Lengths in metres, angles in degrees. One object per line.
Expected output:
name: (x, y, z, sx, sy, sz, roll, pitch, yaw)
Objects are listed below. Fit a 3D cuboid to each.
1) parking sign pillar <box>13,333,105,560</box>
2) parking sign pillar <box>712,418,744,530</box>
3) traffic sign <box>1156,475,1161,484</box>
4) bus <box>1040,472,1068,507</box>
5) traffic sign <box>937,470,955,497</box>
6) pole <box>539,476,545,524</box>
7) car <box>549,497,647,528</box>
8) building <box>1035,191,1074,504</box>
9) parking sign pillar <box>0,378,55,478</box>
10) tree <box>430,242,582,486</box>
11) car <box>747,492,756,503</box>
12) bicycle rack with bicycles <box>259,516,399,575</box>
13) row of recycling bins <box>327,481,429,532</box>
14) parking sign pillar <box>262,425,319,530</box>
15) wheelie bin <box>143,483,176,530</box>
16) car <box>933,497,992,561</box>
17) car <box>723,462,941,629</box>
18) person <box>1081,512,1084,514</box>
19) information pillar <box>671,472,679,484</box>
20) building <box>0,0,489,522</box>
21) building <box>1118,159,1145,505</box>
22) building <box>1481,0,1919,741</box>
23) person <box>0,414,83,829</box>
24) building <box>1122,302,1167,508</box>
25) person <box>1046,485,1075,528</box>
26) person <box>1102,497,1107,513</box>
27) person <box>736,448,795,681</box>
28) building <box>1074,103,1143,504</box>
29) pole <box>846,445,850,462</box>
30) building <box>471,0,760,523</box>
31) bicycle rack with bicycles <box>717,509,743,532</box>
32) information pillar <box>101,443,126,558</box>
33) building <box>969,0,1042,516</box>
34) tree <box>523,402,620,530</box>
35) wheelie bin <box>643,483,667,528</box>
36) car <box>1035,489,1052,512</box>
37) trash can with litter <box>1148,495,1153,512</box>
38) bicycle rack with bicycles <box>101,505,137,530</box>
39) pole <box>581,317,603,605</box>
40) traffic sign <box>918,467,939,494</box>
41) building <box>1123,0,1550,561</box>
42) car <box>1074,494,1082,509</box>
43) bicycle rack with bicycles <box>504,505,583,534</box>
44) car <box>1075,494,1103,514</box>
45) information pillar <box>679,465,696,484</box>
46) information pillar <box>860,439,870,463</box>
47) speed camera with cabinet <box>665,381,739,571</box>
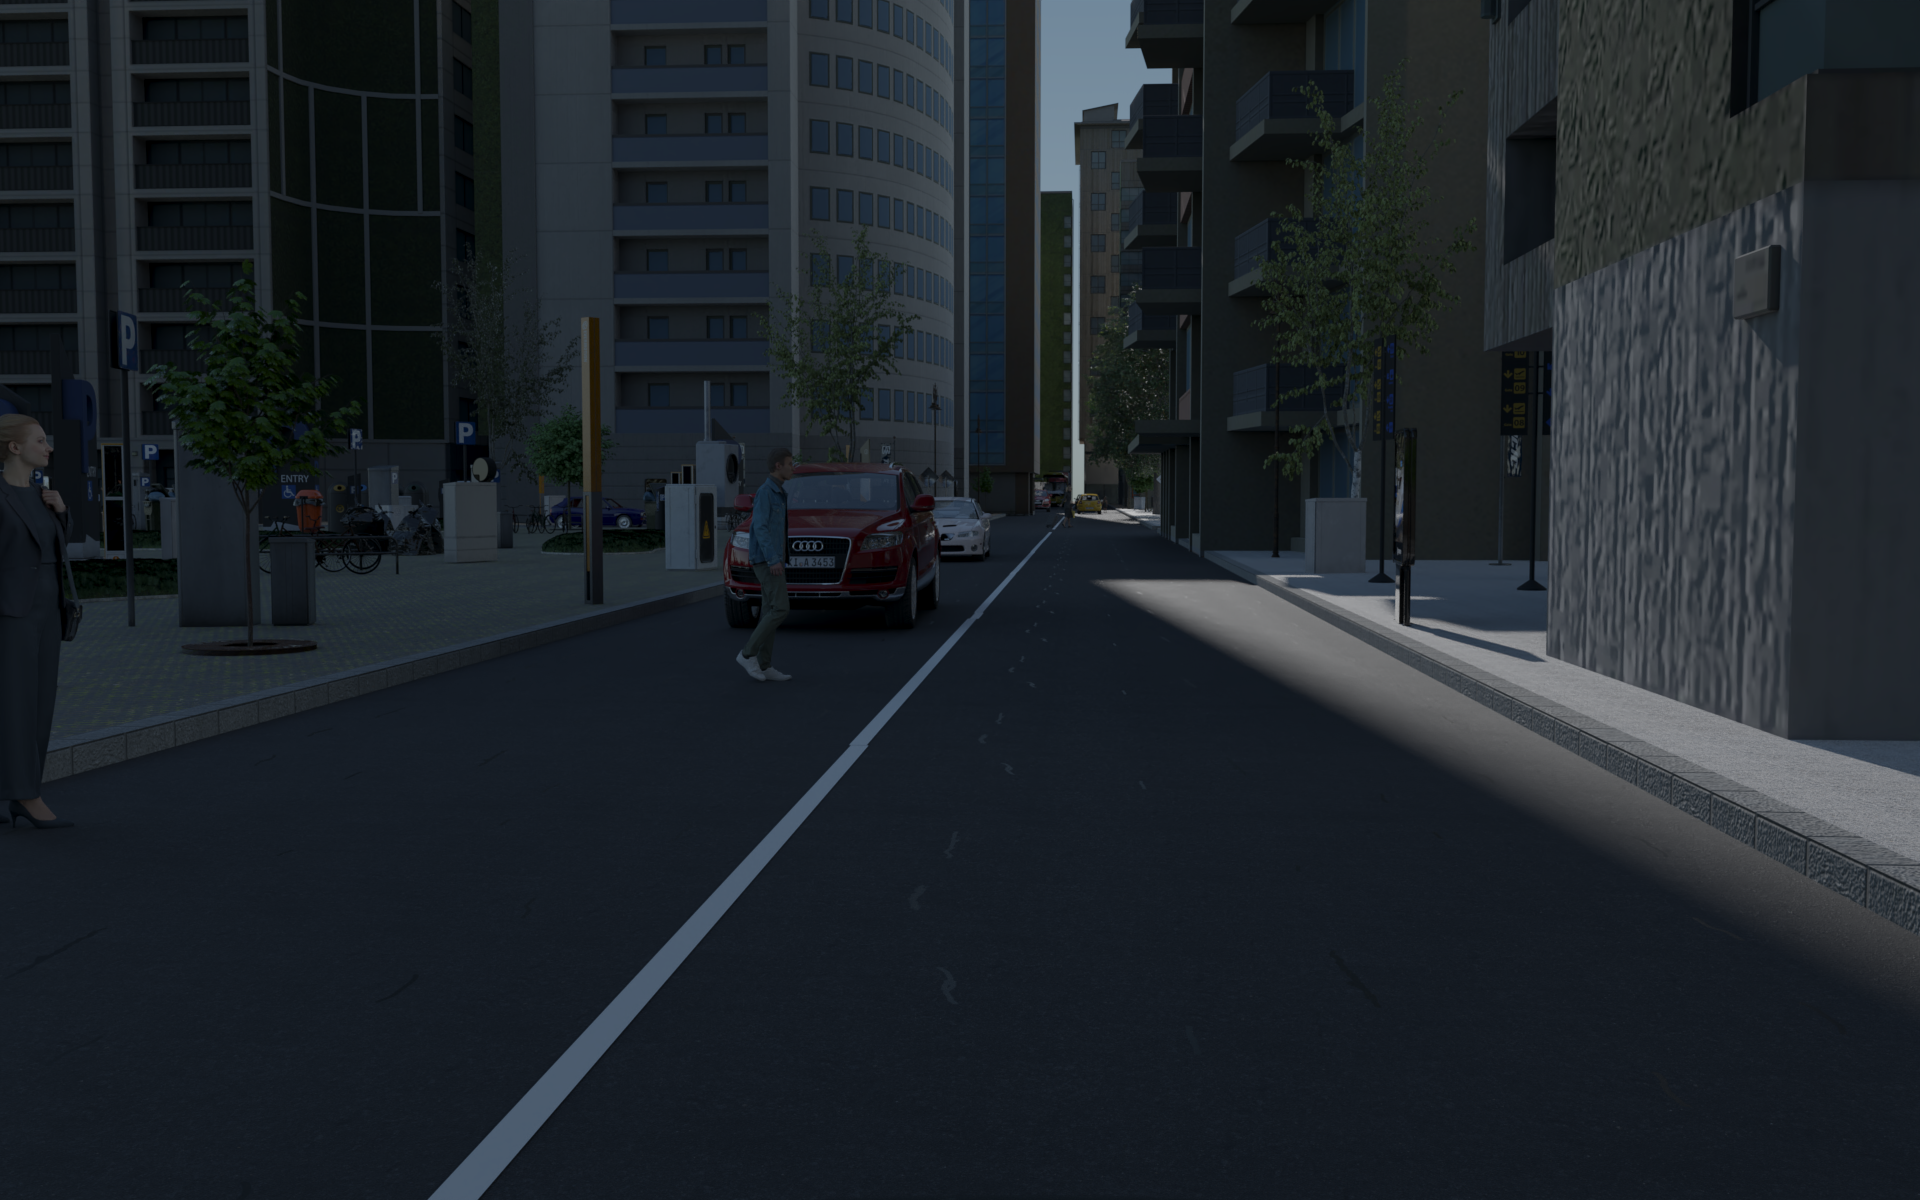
parking sign pillar: (-15.218, -2.529, 29.814, 1.447, 3.967, 1.447, -1, 4, -15)
parking sign pillar: (-8.339, -4.512, 62.241, 1.447, 3.967, 1.447, 2, 4, 31)
traffic sign: (8.435, -4.125, 71.081, 0.795, 2.450, 0.064, 0, 4, 4)
bus: (10.771, -12.468, 195.402, 2.896, 3.916, 12.252, 0, 4, 5)
traffic sign: (-0.585, -4.166, 71.749, 0.795, 2.450, 0.064, 0, 4, 4)
pole: (-17.728, -4.864, 73.369, 0.158, 3.312, 0.155, 0, 3, 0)
car: (-14.431, -3.490, 69.641, 3.894, 1.354, 1.945, 0, 4, 6)
building: (8.414, -33.797, 236.171, 14.086, 41.232, 14.154, 0, 4, 4)
parking sign pillar: (-19.238, -2.817, 34.523, 1.447, 3.967, 1.447, 0, 4, 1)
tree: (-13.602, -6.179, 51.389, 4.360, 8.622, 3.978, 0, 3, 0)
car: (-6.816, -3.564, 67.312, 4.494, 1.783, 2.155, 0, 4, 3)
bicycle rack with bicycles: (-10.430, -0.884, 27.831, 2.925, 0.926, 2.852, -3, 4, -36)
row of recycling bins: (-18.551, -2.945, 55.260, 3.534, 1.692, 1.069, 1, 4, 13)
parking sign pillar: (-16.885, -3.376, 43.670, 1.447, 3.967, 1.447, 0, 4, -4)
wheelie bin: (-23.909, -2.672, 51.596, 0.980, 1.594, 0.693, 3, 5, 43)
car: (-0.303, -1.598, 38.484, 2.083, 1.381, 4.827, 0, 4, 3)
car: (-1.373, -0.705, 20.200, 2.281, 1.827, 5.304, 0, 4, 4)
person: (9.001, -6.984, 127.364, 0.332, 1.250, 0.352, 1, 4, 19)
information pillar: (-9.444, -3.258, 57.757, 0.304, 2.012, 0.304, 0, 4, 6)
building: (-34.419, -39.439, 83.076, 20.611, 71.187, 20.563, 0, 4, 4)
building: (26.649, -32.428, 213.793, 14.154, 41.232, 14.086, 0, 4, 4)
building: (11.815, -14.846, 14.440, 14.160, 30.474, 14.107, 0, 4, 4)
person: (-4.079, 0.093, 7.406, 0.534, 1.772, 0.576, -1, 4, -12)
building: (30.025, -19.762, 168.144, 27.650, 21.520, 28.899, 0, 4, 4)
person: (4.319, -3.988, 73.917, 1.509, 1.804, 0.699, -2, 4, -31)
person: (10.868, -7.145, 129.996, 0.362, 1.253, 0.373, 0, 4, 5)
person: (-1.478, -0.269, 13.237, 0.444, 1.785, 0.601, 1, 4, 9)
building: (29.654, -39.882, 241.305, 27.495, 52.752, 28.713, 0, 4, 4)
pole: (-4.632, -4.791, 72.173, 0.158, 3.312, 0.155, 0, 3, 0)
building: (-10.939, -33.503, 89.773, 21.231, 58.520, 28.212, 0, 4, 4)
bicycle rack with bicycles: (-7.159, -2.792, 59.034, 2.852, 0.926, 2.925, -2, 4, -35)
information pillar: (-12.291, -1.269, 25.232, 0.304, 2.012, 0.304, -1, 4, -17)
building: (-1.564, -28.662, 118.729, 14.600, 45.320, 14.200, 0, 4, 4)
tree: (-13.856, -4.774, 61.761, 4.285, 4.588, 4.351, 0, 3, 0)
wheelie bin: (-8.744, -2.583, 50.137, 0.693, 1.594, 0.980, 3, 5, 41)
car: (6.224, -7.948, 138.628, 2.281, 1.827, 5.304, 0, 4, 2)
trash can with litter: (14.696, -7.125, 127.544, 2.233, 1.210, 1.678, 1, 4, 14)
bicycle rack with bicycles: (-28.895, -2.700, 57.527, 2.852, 0.926, 2.925, -3, 4, -38)
pole: (-4.267, -1.605, 20.092, 0.158, 3.312, 0.155, 0, 3, 0)
traffic sign: (-1.159, -3.678, 63.785, 0.795, 2.450, 0.064, 0, 4, 4)
building: (15.629, -23.903, 45.441, 22.147, 44.769, 28.867, 0, 4, 4)
car: (11.896, -9.554, 165.990, 2.009, 1.686, 4.222, 0, 4, 4)
bicycle rack with bicycles: (-13.600, -2.657, 56.830, 2.852, 0.926, 2.925, -2, 4, -28)
car: (9.266, -6.977, 124.296, 2.015, 1.641, 3.980, 0, 4, 3)
information pillar: (-6.768, -2.378, 43.373, 0.304, 2.012, 0.304, 1, 4, 11)
information pillar: (-3.997, -5.011, 73.283, 0.504, 3.616, 0.183, 3, 4, 36)
speed camera with cabinet: (-4.395, -2.159, 29.641, 0.660, 3.252, 2.038, 1, 4, 13)
